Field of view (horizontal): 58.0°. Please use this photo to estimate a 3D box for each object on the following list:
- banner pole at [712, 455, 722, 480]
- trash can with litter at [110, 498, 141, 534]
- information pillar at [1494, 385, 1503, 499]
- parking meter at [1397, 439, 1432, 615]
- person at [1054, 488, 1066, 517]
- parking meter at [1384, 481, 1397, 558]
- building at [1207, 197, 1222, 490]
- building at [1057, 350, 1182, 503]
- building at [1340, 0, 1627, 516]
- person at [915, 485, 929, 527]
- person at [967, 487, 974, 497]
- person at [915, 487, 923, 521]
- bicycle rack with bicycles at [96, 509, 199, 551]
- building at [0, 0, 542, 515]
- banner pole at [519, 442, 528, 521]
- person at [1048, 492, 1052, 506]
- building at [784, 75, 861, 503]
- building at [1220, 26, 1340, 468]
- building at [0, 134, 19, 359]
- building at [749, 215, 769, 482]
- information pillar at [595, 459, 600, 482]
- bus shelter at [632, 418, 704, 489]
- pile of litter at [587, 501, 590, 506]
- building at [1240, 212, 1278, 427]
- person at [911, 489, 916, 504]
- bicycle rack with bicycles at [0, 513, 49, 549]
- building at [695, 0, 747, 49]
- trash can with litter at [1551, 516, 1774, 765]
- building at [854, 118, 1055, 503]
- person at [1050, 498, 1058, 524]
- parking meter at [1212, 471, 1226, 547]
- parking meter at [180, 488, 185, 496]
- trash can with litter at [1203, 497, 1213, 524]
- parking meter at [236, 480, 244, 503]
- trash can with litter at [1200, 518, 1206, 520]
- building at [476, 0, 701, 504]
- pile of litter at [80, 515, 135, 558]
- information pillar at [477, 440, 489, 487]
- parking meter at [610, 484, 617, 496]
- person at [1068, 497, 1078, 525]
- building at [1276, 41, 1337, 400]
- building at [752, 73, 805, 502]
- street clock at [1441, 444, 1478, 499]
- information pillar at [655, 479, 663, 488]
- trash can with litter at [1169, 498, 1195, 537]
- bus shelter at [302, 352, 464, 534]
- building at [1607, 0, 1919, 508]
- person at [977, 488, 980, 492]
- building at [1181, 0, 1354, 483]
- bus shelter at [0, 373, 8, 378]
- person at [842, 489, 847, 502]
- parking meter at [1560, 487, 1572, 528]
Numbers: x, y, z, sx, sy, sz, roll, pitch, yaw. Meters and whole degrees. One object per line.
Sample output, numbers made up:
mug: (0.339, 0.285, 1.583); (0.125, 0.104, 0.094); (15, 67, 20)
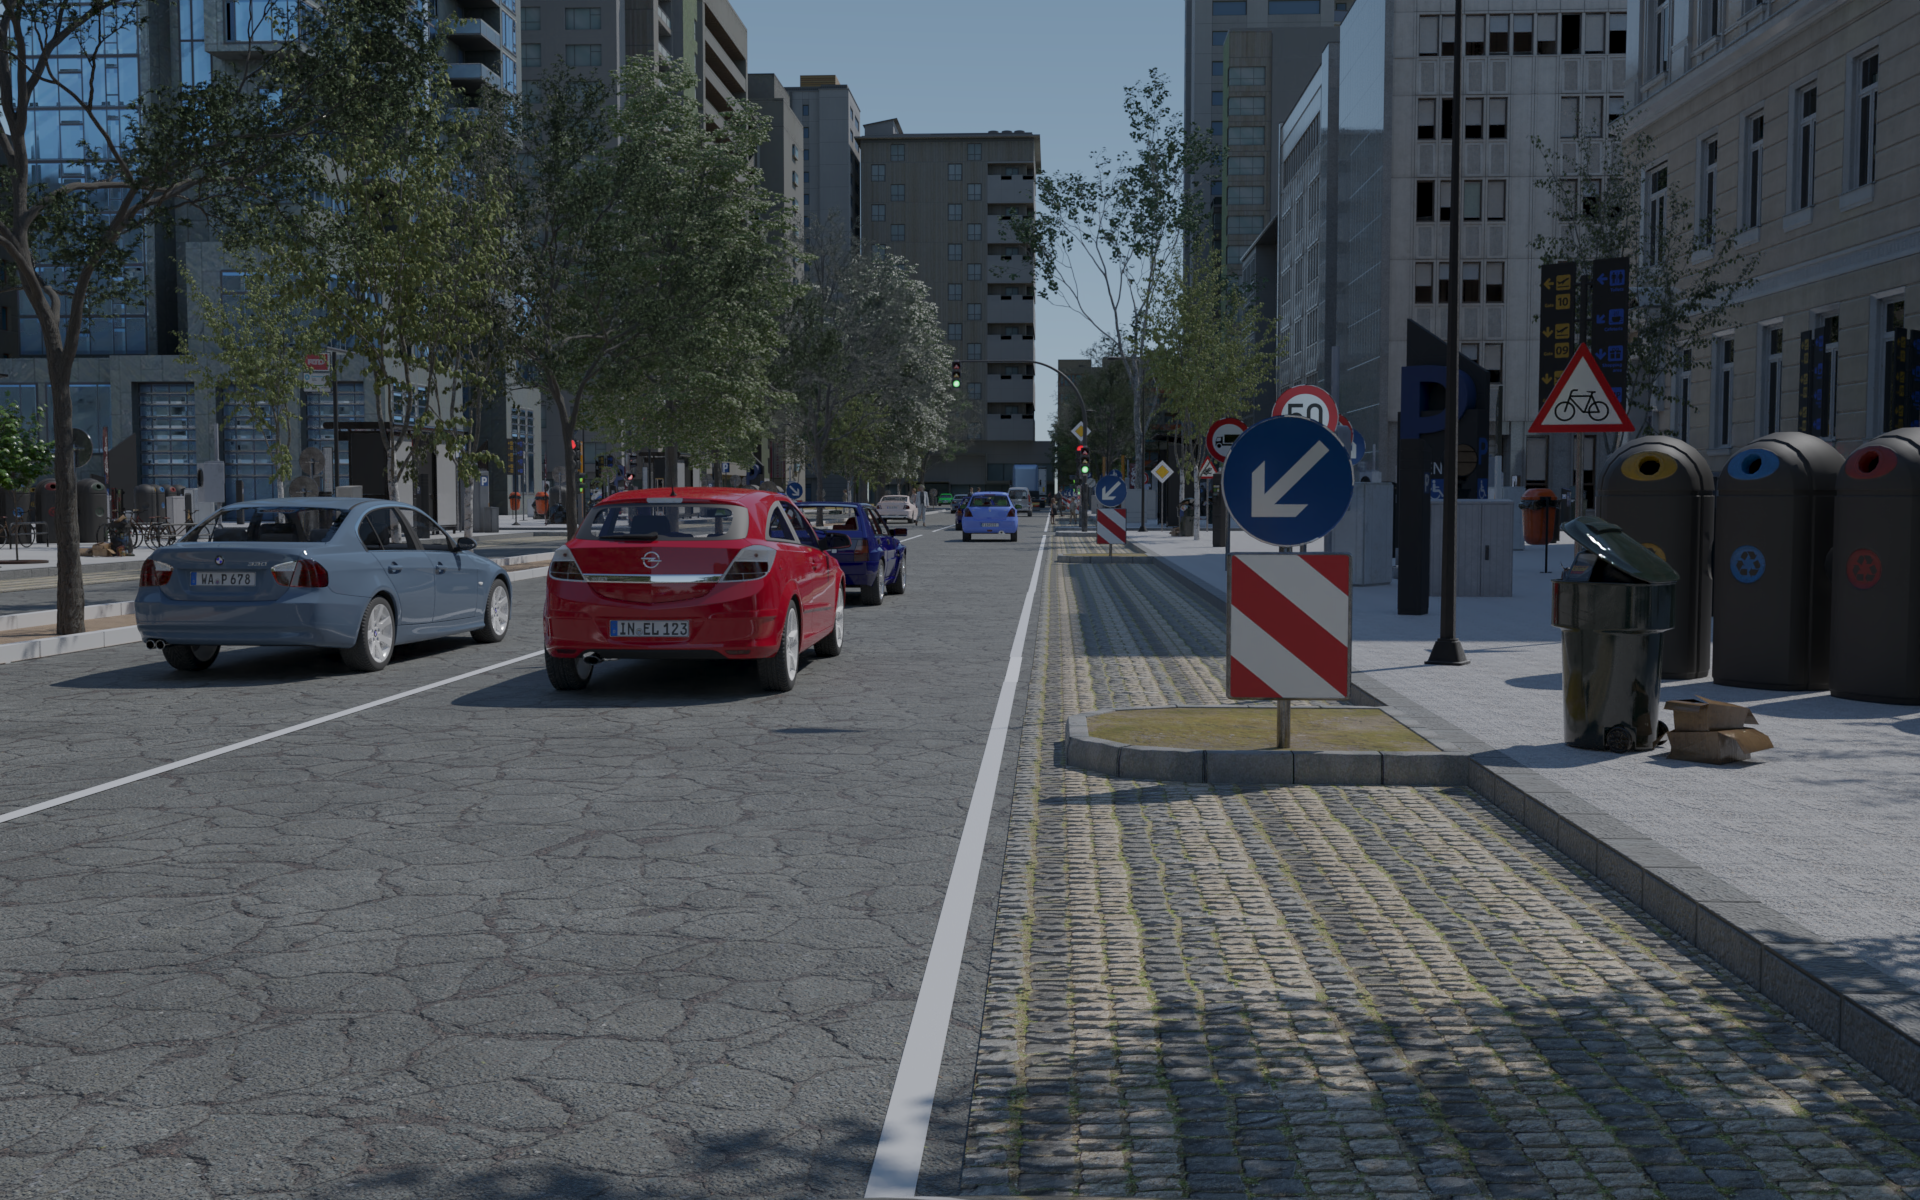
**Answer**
banner pole: (-15.677, -7.474, 112.216); (0.863, 3.779, 0.401); (-2, 4, -26)
trash can with litter: (-27.507, -2.763, 56.239); (1.678, 1.210, 2.233); (-2, 4, -35)
information pillar: (11.700, -2.832, 37.653); (0.183, 3.616, 0.504); (1, 4, 10)
parking meter: (4.845, -0.780, 18.461); (0.255, 1.863, 0.399); (2, 4, 30)
person: (6.273, -6.193, 109.718); (0.822, 1.834, 0.622); (0, 4, 7)
parking meter: (8.598, -1.615, 34.820); (0.372, 1.533, 0.369); (0, 3, 0)
building: (31.214, -24.363, 170.041); (14.160, 30.474, 14.107); (0, 4, 3)
building: (28.496, -24.683, 248.610); (28.899, 21.520, 27.650); (0, 4, 3)
building: (28.678, -16.092, 81.128); (19.932, 24.808, 12.078); (0, 4, 3)
person: (-1.703, -4.151, 76.248); (0.514, 1.842, 0.818); (-2, 4, -27)
person: (0.778, -6.224, 110.043); (0.659, 1.850, 0.755); (-1, 4, -16)
person: (-2.143, -5.151, 92.695); (0.573, 1.828, 0.580); (-1, 4, -14)
bicycle rack with bicycles: (-18.514, -1.616, 39.796); (2.852, 0.926, 2.925); (2, 4, 27)
building: (-36.797, -47.761, 93.568); (22.319, 86.520, 31.000); (0, 4, 3)
banner pole: (-21.013, -5.716, 83.480); (0.401, 3.779, 0.863); (0, 4, -2)
person: (10.540, -11.801, 202.907); (0.415, 1.643, 0.593); (1, 4, 10)
building: (-28.507, -43.142, 247.376); (28.212, 58.520, 21.231); (0, 4, 3)
building: (30.384, -28.873, 155.664); (14.154, 41.232, 14.086); (0, 4, 3)
building: (-65.424, -15.192, 93.421); (28.899, 21.520, 27.650); (0, 4, 3)
building: (-27.193, -24.537, 172.887); (14.160, 30.474, 14.107); (0, 4, 3)
information pillar: (-24.368, -7.676, 116.850); (0.504, 3.616, 0.183); (-1, 4, -22)
bus shelter: (-14.823, -6.708, 87.311); (2.179, 5.291, 8.768); (0, 4, 3)
pile of litter: (-23.296, -5.899, 110.414); (1.176, 0.858, 1.719); (1, 4, 18)
building: (28.960, -18.749, 125.614); (14.314, 24.678, 30.058); (0, 4, 3)
person: (-2.530, -5.383, 97.183); (0.598, 1.740, 0.731); (-3, 5, -41)
bicycle rack with bicycles: (-23.058, -1.679, 40.826); (2.852, 0.926, 2.925); (0, 4, -1)
building: (-31.262, -32.478, 154.709); (21.300, 48.544, 21.600); (0, 4, 3)
trash can with litter: (3.497, 0.169, 8.617); (0.624, 1.170, 1.055); (-3, 5, -42)
building: (0.055, -40.448, 250.564); (27.495, 52.752, 28.713); (0, 4, 3)
person: (4.412, -4.175, 81.430); (0.362, 1.253, 0.373); (-3, 5, -44)
parking meter: (6.307, -2.212, 41.871); (0.399, 1.863, 0.255); (-3, 5, -40)
parking meter: (-30.690, -3.685, 68.665); (0.372, 1.533, 0.369); (0, 3, 0)
trash can with litter: (10.763, -3.843, 74.224); (0.624, 1.170, 1.055); (1, 4, 13)
parking meter: (-30.300, -4.109, 72.901); (0.255, 1.863, 0.399); (-1, 4, -12)
trash can with litter: (12.150, -4.619, 86.573); (2.233, 1.210, 1.678); (-1, 4, -18)
building: (-27.731, -27.222, 128.672); (14.154, 41.232, 14.086); (0, 4, 3)
pile of litter: (-17.593, -1.329, 35.701); (1.176, 0.858, 1.719); (-1, 4, -11)
information pillar: (-20.566, -5.101, 74.752); (0.504, 3.616, 0.183); (1, 4, 14)
parking meter: (-20.740, -5.996, 103.748); (0.399, 1.863, 0.255); (0, 4, 0)
person: (5.262, -4.140, 80.460); (0.475, 1.303, 0.640); (2, 4, 32)
building: (25.726, -17.277, 100.497); (12.078, 24.808, 19.932); (0, 4, 3)
building: (-29.753, -35.102, 197.625); (21.600, 48.544, 21.300); (0, 4, 3)
street clock: (7.179, -1.245, 24.931); (0.471, 2.002, 0.358); (-1, 4, -9)
information pillar: (-14.200, -4.732, 81.859); (0.304, 2.012, 0.304); (-2, 4, -26)
trash can with litter: (6.655, -2.492, 52.139); (0.624, 1.170, 1.055); (-2, 4, -27)
bus shelter: (-17.291, -4.519, 51.521); (2.179, 5.291, 8.768); (0, 4, 3)
building: (22.899, -15.232, 34.949); (13.634, 28.700, 20.117); (0, 4, 3)
person: (1.120, -6.031, 107.063); (0.822, 1.834, 0.622); (-3, 5, -41)
building: (35.091, -39.664, 190.509); (21.231, 58.520, 28.212); (0, 4, 3)
bus shelter: (-19.668, -2.431, 31.038); (1.731, 3.624, 6.357); (0, 4, 3)
person: (-8.020, -6.814, 120.459); (0.362, 1.759, 0.519); (0, 4, 7)
parking meter: (22.846, -3.479, 65.289); (0.372, 1.533, 0.369); (0, 3, 0)
